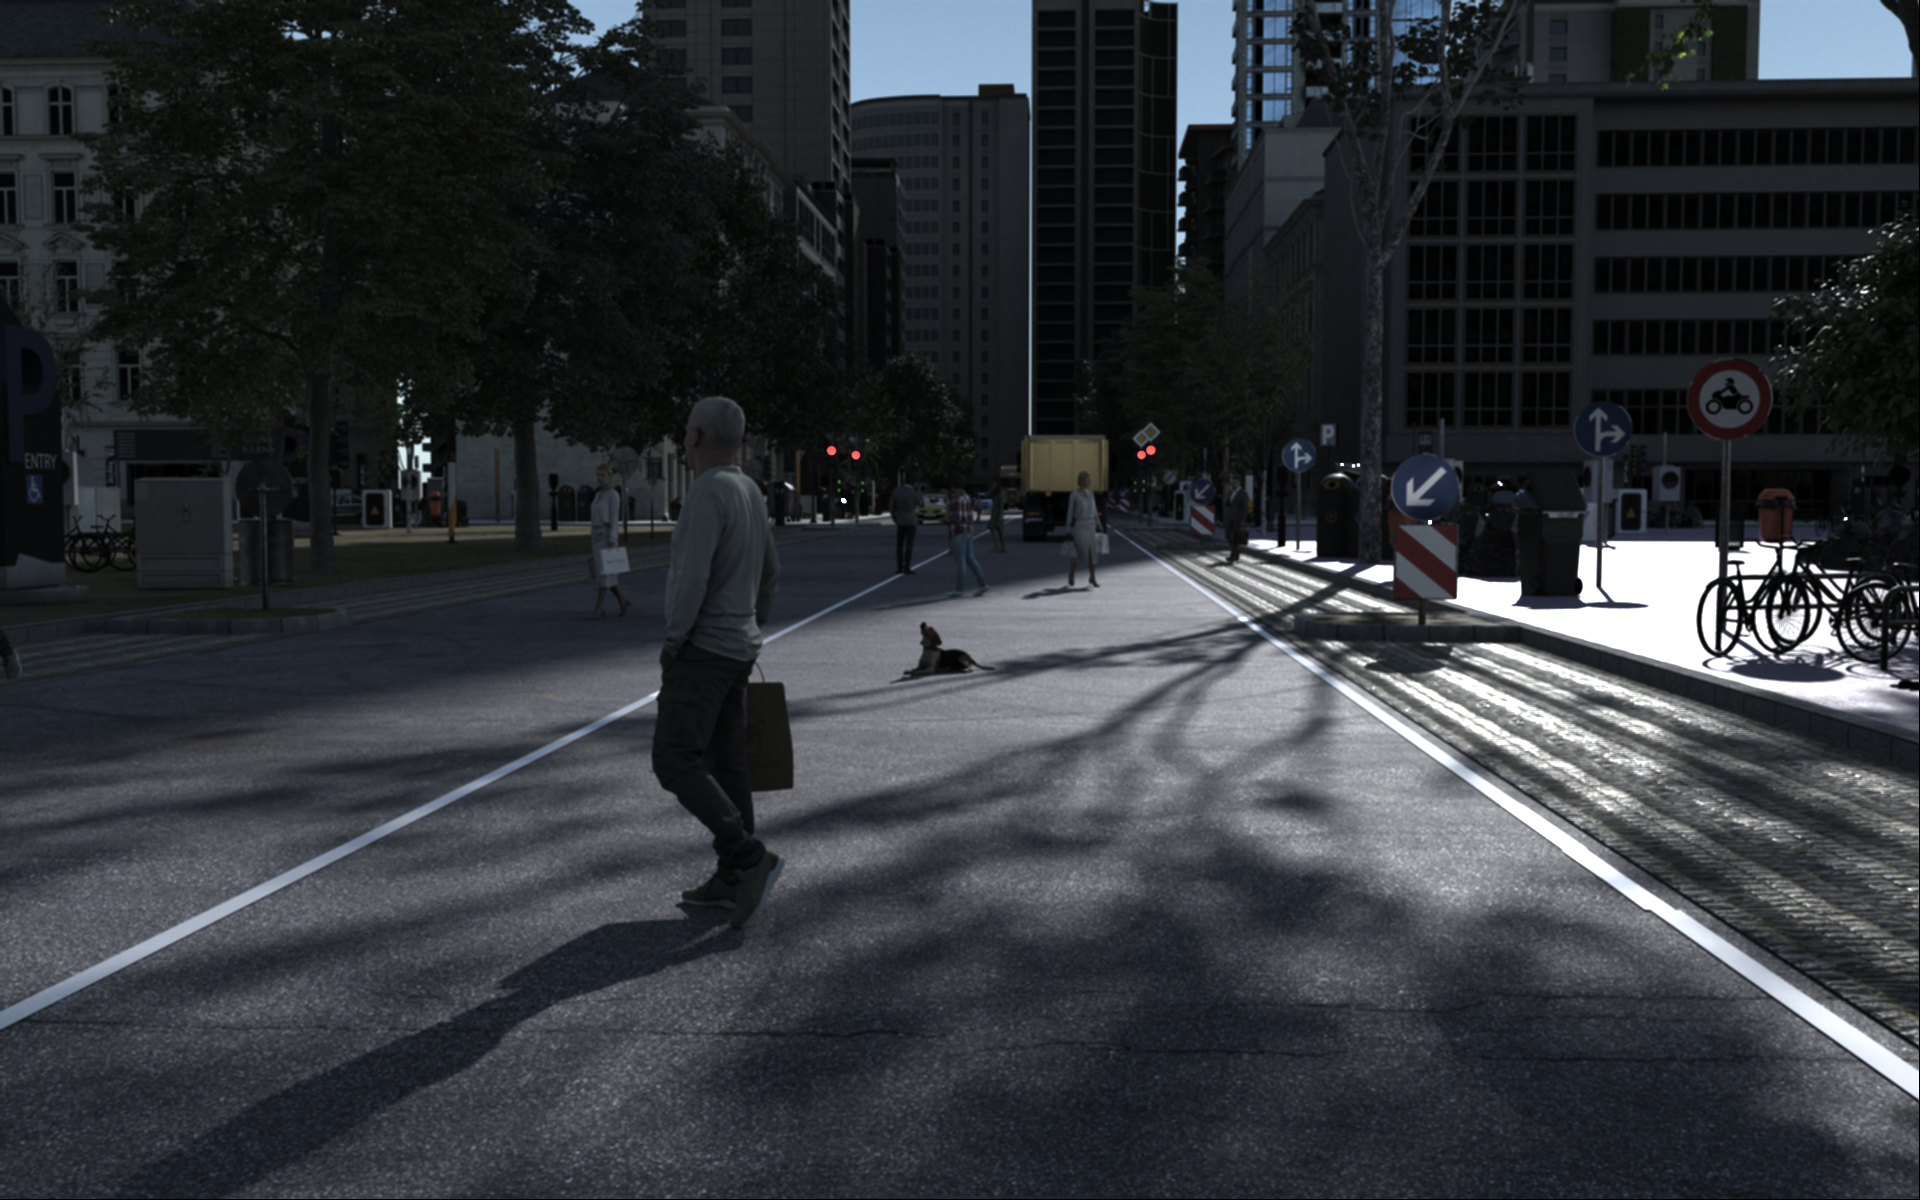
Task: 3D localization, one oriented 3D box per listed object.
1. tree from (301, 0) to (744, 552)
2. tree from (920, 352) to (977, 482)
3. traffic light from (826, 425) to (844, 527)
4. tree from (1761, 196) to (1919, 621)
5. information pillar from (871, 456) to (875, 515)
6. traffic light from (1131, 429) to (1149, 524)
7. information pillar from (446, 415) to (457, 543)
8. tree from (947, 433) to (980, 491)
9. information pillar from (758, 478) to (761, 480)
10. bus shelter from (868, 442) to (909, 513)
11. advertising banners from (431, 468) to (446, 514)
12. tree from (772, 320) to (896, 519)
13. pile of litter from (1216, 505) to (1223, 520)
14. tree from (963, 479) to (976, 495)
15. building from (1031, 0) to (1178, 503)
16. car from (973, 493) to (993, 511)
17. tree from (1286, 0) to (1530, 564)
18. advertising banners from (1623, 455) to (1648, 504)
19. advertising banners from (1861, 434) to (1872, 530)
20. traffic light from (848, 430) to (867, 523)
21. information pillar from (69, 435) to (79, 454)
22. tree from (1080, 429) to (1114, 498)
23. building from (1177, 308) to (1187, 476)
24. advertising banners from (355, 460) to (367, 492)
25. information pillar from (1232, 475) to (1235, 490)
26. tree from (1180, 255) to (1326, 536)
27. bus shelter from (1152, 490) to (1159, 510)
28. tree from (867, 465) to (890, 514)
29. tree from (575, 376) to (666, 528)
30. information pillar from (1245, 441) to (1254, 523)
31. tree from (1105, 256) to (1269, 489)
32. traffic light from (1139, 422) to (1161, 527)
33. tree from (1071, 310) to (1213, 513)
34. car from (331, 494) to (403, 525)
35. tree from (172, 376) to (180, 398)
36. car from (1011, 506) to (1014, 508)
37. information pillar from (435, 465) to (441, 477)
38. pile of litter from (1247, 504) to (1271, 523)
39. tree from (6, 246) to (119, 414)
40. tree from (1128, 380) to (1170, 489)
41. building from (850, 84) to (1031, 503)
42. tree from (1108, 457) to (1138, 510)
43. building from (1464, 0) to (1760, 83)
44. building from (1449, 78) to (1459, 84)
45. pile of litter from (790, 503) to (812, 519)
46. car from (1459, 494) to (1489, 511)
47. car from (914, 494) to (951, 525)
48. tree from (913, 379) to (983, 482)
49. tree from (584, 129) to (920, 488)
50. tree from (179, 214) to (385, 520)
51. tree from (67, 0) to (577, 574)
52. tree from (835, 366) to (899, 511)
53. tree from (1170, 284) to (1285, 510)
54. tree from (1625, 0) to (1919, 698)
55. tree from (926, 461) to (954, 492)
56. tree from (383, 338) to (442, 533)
[{"bbox_3d":[-9.660,-8.050,38.273,9.857,13.997,8.962,0,3,0],"label":"tree"},{"bbox_3d":[-3.815,-13.433,136.641,9.611,12.733,9.660,0,3,0],"label":"tree"},{"bbox_3d":[-4.995,-4.847,68.176,0.839,4.253,0.868,0,4,3],"label":"traffic light"},{"bbox_3d":[10.119,-2.069,17.537,4.285,4.588,4.351,0,3,0],"label":"tree"},{"bbox_3d":[-5.315,-7.039,106.444,0.183,3.616,0.504,0,4,7],"label":"information pillar"},{"bbox_3d":[7.867,-5.291,75.431,0.839,4.253,0.868,0,4,3],"label":"traffic light"},{"bbox_3d":[-13.250,-3.289,45.136,0.183,3.616,0.504,0,3,0],"label":"information pillar"},{"bbox_3d":[-0.149,-14.350,184.981,4.360,8.622,3.978,0,3,0],"label":"tree"},{"bbox_3d":[-9.072,-4.450,77.256,0.304,2.012,0.304,-1,4,-23],"label":"information pillar"},{"bbox_3d":[-5.105,-8.821,121.847,2.179,5.291,8.768,0,4,4],"label":"bus shelter"},{"bbox_3d":[-37.805,-7.931,125.863,0.090,3.025,2.074,1,4,17],"label":"advertising banners"},{"bbox_3d":[-6.787,-9.443,88.813,7.601,10.594,8.767,0,3,0],"label":"tree"},{"bbox_3d":[13.306,-4.481,87.229,1.719,0.858,1.176,0,4,6],"label":"pile of litter"},{"bbox_3d":[1.289,-14.152,225.989,1.663,3.219,1.824,0,3,0],"label":"tree"},{"bbox_3d":[20.792,-49.675,250.433,20.611,71.187,20.563,0,4,3],"label":"building"},{"bbox_3d":[2.039,-8.235,144.231,1.945,1.707,3.694,0,4,4],"label":"car"},{"bbox_3d":[8.913,-10.700,30.835,12.611,20.169,13.585,0,3,0],"label":"tree"},{"bbox_3d":[29.726,-4.900,76.302,0.090,3.025,2.074,-1,4,-8],"label":"advertising banners"},{"bbox_3d":[20.413,-2.621,39.036,0.090,3.025,2.074,2,4,32],"label":"advertising banners"},{"bbox_3d":[-4.523,-5.335,76.147,0.839,4.253,0.868,0,4,3],"label":"traffic light"},{"bbox_3d":[-35.316,-4.757,69.126,0.504,3.616,0.183,1,4,20],"label":"information pillar"},{"bbox_3d":[19.591,-18.681,222.442,9.611,12.733,9.660,0,3,0],"label":"tree"},{"bbox_3d":[38.303,-29.125,247.896,14.107,30.474,14.160,0,4,3],"label":"building"},{"bbox_3d":[-31.366,-5.698,89.344,0.090,3.025,2.074,2,4,27],"label":"advertising banners"},{"bbox_3d":[10.641,-3.869,67.757,0.304,2.012,0.304,-1,4,-10],"label":"information pillar"},{"bbox_3d":[9.225,-6.312,53.558,4.737,8.622,4.395,0,3,0],"label":"tree"},{"bbox_3d":[15.210,-8.536,133.488,2.014,3.302,5.546,0,4,3],"label":"bus shelter"},{"bbox_3d":[-5.326,-7.090,110.523,1.663,3.219,1.824,0,3,0],"label":"tree"},{"bbox_3d":[-12.762,-7.047,65.579,4.360,8.622,3.978,0,3,0],"label":"tree"},{"bbox_3d":[12.691,-5.176,75.976,0.504,3.616,0.183,-3,5,-43],"label":"information pillar"},{"bbox_3d":[10.764,-10.049,82.424,7.486,12.596,7.792,0,3,0],"label":"tree"},{"bbox_3d":[7.395,-4.804,67.460,0.839,4.253,0.868,0,4,3],"label":"traffic light"},{"bbox_3d":[12.846,-12.989,119.028,9.857,13.997,8.962,0,3,0],"label":"tree"},{"bbox_3d":[-25.991,-3.743,72.993,4.920,1.459,2.131,0,4,4],"label":"car"},{"bbox_3d":[-27.539,-7.011,64.998,4.737,8.622,4.395,0,3,0],"label":"tree"},{"bbox_3d":[4.669,-10.206,178.672,2.131,1.459,4.920,0,4,3],"label":"car"},{"bbox_3d":[-41.543,-8.961,137.859,0.504,3.616,0.183,-3,4,-39],"label":"information pillar"},{"bbox_3d":[13.133,-3.891,77.578,1.719,0.858,1.176,1,4,13],"label":"pile of litter"},{"bbox_3d":[-28.078,-6.241,52.405,4.360,8.622,3.978,0,3,0],"label":"tree"},{"bbox_3d":[12.493,-9.474,105.265,4.360,8.622,3.978,0,3,0],"label":"tree"},{"bbox_3d":[-3.947,-43.472,252.758,28.212,58.520,21.231,0,4,3],"label":"building"},{"bbox_3d":[14.222,-9.558,139.980,4.285,4.588,4.351,0,3,0],"label":"tree"},{"bbox_3d":[75.338,-40.452,203.384,28.212,58.520,21.231,0,4,3],"label":"building"},{"bbox_3d":[60.441,-43.248,249.100,28.212,58.520,21.231,0,4,3],"label":"building"},{"bbox_3d":[-8.217,-4.679,90.461,1.176,0.858,1.719,3,4,38],"label":"pile of litter"},{"bbox_3d":[21.204,-3.737,71.319,3.980,1.641,2.015,0,4,3],"label":"car"},{"bbox_3d":[-1.268,-4.421,82.512,2.015,1.641,3.980,0,4,4],"label":"car"},{"bbox_3d":[-1.329,-15.451,170.748,7.486,12.596,7.792,0,3,0],"label":"tree"},{"bbox_3d":[-7.885,-8.438,54.964,9.611,12.733,9.660,0,3,0],"label":"tree"},{"bbox_3d":[-17.835,-5.806,45.288,4.737,8.622,4.395,0,3,0],"label":"tree"},{"bbox_3d":[-9.988,-6.717,27.946,7.486,12.596,7.792,0,3,0],"label":"tree"},{"bbox_3d":[-5.628,-8.959,96.840,4.360,8.622,3.978,0,3,0],"label":"tree"},{"bbox_3d":[9.544,-6.779,61.201,4.360,8.622,3.978,0,3,0],"label":"tree"},{"bbox_3d":[6.481,-5.201,10.784,9.928,11.665,9.643,0,3,0],"label":"tree"},{"bbox_3d":[-1.531,-10.790,160.135,4.285,4.588,4.351,0,3,0],"label":"tree"},{"bbox_3d":[-18.253,-6.495,56.557,4.737,8.622,4.395,0,3,0],"label":"tree"}]
